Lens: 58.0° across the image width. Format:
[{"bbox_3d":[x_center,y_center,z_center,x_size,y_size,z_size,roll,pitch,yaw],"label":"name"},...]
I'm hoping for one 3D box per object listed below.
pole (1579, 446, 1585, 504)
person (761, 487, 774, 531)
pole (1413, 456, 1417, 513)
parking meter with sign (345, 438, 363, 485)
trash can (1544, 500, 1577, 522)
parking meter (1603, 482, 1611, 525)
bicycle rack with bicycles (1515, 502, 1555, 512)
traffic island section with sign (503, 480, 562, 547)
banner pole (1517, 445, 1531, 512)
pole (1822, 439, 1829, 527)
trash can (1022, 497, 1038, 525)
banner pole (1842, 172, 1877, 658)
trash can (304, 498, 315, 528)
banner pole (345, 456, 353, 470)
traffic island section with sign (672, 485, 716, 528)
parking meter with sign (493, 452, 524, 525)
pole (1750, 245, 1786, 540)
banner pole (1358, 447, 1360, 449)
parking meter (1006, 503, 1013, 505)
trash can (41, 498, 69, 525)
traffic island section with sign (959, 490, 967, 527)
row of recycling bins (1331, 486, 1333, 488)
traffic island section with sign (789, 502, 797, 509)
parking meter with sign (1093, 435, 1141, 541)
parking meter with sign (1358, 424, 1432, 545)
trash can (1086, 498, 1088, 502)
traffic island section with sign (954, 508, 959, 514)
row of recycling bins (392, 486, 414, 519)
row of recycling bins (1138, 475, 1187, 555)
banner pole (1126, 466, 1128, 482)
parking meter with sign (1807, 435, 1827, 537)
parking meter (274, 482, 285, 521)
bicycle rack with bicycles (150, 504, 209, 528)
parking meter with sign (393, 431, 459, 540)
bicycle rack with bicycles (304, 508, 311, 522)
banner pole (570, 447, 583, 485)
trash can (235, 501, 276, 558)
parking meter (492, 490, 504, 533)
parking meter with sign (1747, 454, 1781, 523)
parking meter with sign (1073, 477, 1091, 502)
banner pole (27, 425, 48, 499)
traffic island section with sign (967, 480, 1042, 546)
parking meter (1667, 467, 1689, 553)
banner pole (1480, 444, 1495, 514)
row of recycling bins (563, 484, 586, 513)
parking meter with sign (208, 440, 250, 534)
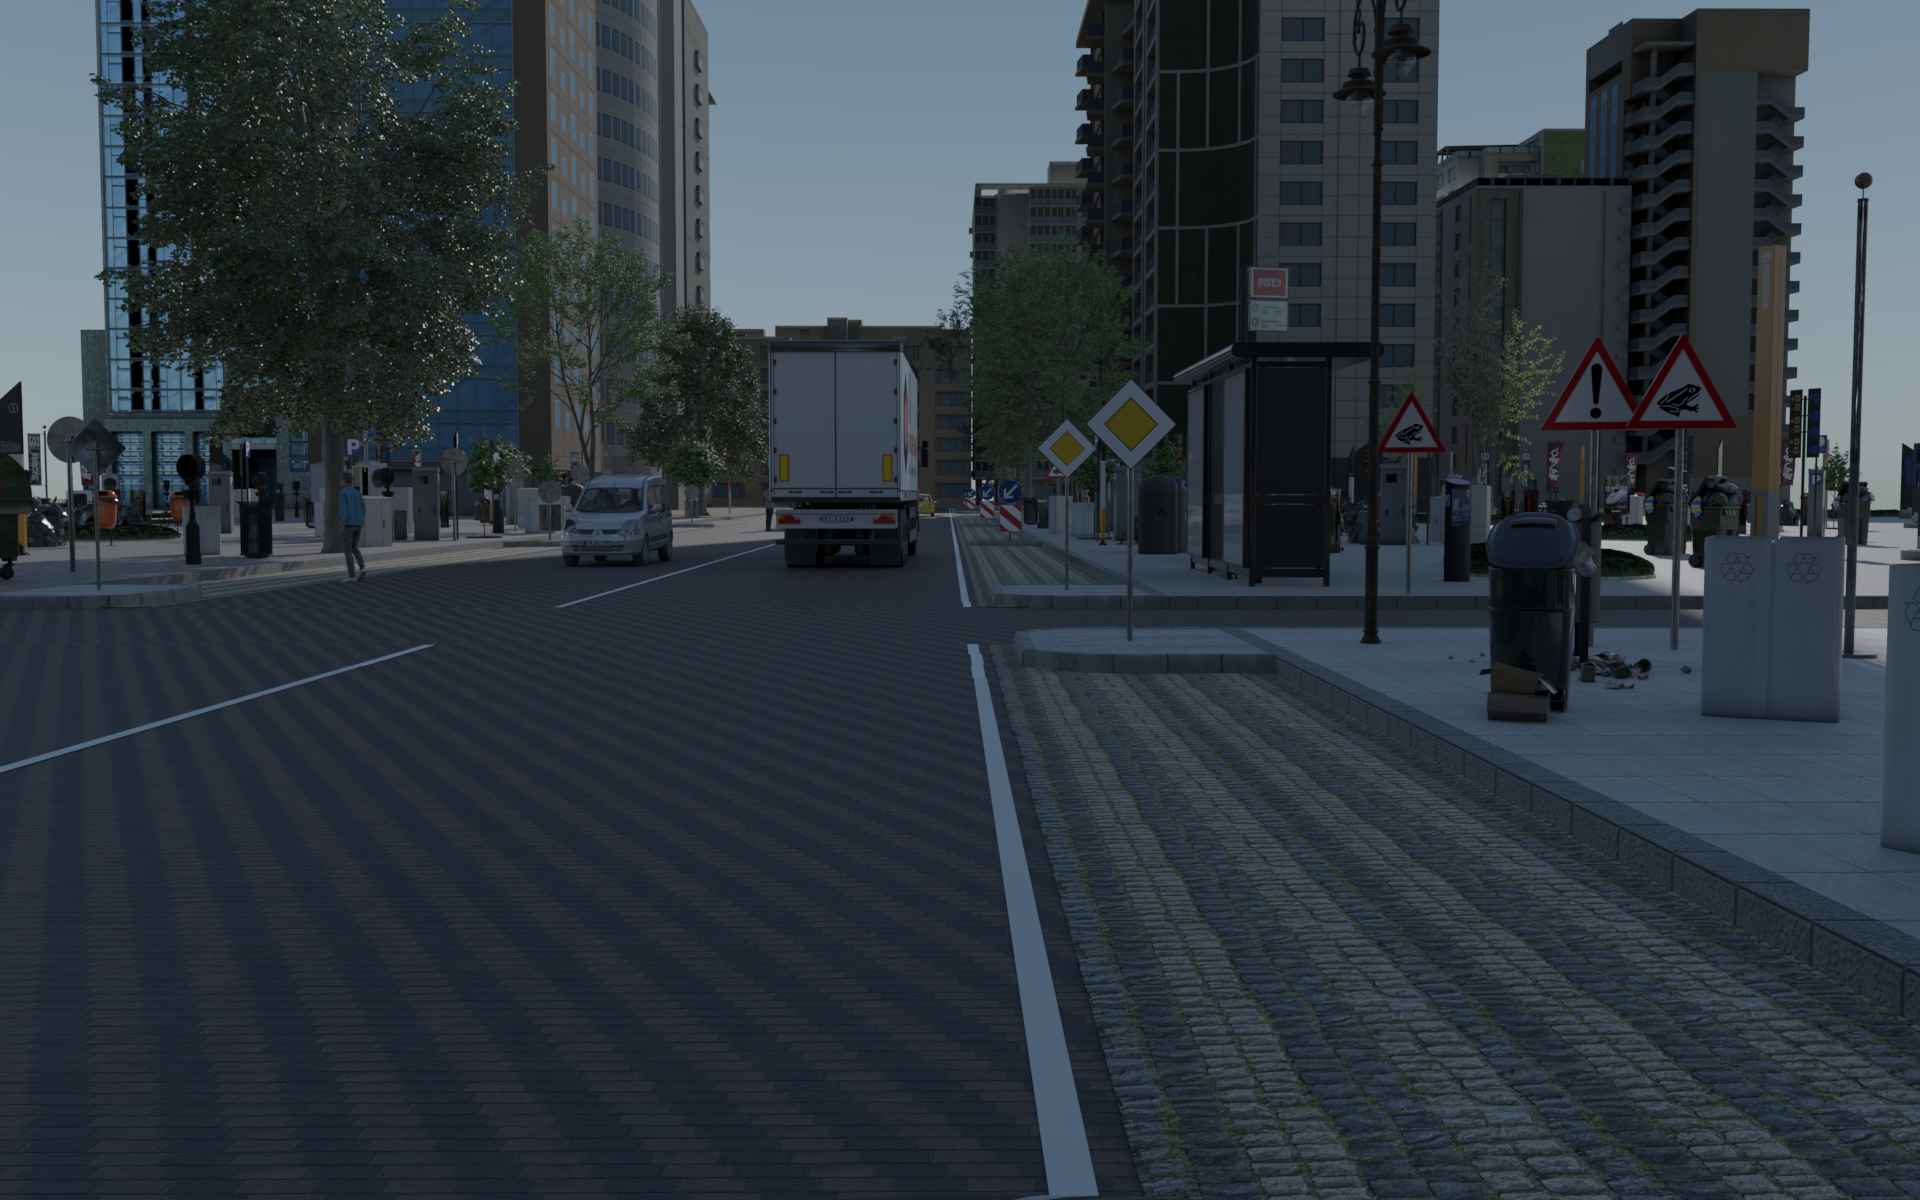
[{"bbox_3d":[26.457,-4.882,73.671,0.158,3.312,0.155,0,3,0],"label":"pole"},{"bbox_3d":[-7.316,-3.541,66.579,0.592,1.802,0.473,3,5,41],"label":"person"},{"bbox_3d":[24.090,-5.987,91.727,0.158,3.312,0.155,0,3,0],"label":"pole"},{"bbox_3d":[-18.899,-3.487,53.278,0.543,3.016,1.738,0,4,0],"label":"parking meter with sign"},{"bbox_3d":[14.369,-1.826,41.505,0.748,1.137,0.748,0,3,0],"label":"trash can"},{"bbox_3d":[26.435,-3.971,70.635,0.255,1.863,0.399,0,4,4],"label":"parking meter"},{"bbox_3d":[31.430,-4.995,95.047,2.852,0.926,2.925,-2,4,-31],"label":"bicycle rack with bicycles"},{"bbox_3d":[-11.355,-2.389,47.685,1.989,1.847,2.006,0,4,0],"label":"traffic island section with sign"},{"bbox_3d":[28.481,-5.973,87.677,0.401,3.779,0.863,-3,5,-39],"label":"banner pole"},{"bbox_3d":[32.324,-4.335,64.721,0.158,3.312,0.155,0,3,0],"label":"pole"},{"bbox_3d":[2.971,-3.726,72.568,0.748,1.137,0.748,0,3,0],"label":"trash can"},{"bbox_3d":[6.926,-1.429,13.382,0.401,3.779,0.863,2,4,27],"label":"banner pole"},{"bbox_3d":[-24.203,-3.256,64.893,0.748,1.137,0.748,0,3,0],"label":"trash can"},{"bbox_3d":[-31.833,-6.120,90.077,0.863,3.779,0.401,-2,4,-23],"label":"banner pole"},{"bbox_3d":[-11.561,-4.037,74.640,1.989,1.847,2.006,0,4,0],"label":"traffic island section with sign"},{"bbox_3d":[-18.712,-4.686,72.872,1.738,3.016,0.543,-3,5,-44],"label":"parking meter with sign"},{"bbox_3d":[6.682,-1.254,14.344,0.158,3.312,0.155,0,3,0],"label":"pole"},{"bbox_3d":[21.523,-6.281,92.705,0.863,3.779,0.401,-2,4,-25],"label":"banner pole"},{"bbox_3d":[2.503,-4.877,88.154,0.372,1.533,0.369,0,3,0],"label":"parking meter"},{"bbox_3d":[-26.228,-2.369,50.385,0.748,1.137,0.748,0,3,0],"label":"trash can"},{"bbox_3d":[1.058,-4.102,75.688,1.989,1.847,2.006,0,4,0],"label":"traffic island section with sign"},{"bbox_3d":[17.115,-4.678,83.593,1.069,1.692,3.534,-1,4,-12],"label":"row of recycling bins"},{"bbox_3d":[-11.950,-7.108,124.839,1.989,1.847,2.006,0,4,0],"label":"traffic island section with sign"},{"bbox_3d":[4.556,-3.103,46.997,1.738,3.016,0.543,0,4,-6],"label":"parking meter with sign"},{"bbox_3d":[10.938,-2.893,43.569,1.738,3.016,0.543,1,4,21],"label":"parking meter with sign"},{"bbox_3d":[5.077,-3.268,65.078,0.748,1.137,0.748,0,3,0],"label":"trash can"},{"bbox_3d":[0.682,-7.119,125.021,1.989,1.847,2.006,0,4,0],"label":"traffic island section with sign"},{"bbox_3d":[-29.080,-5.079,90.158,1.069,1.692,3.534,-3,4,-38],"label":"row of recycling bins"},{"bbox_3d":[4.826,-1.906,38.277,1.069,1.692,3.534,2,4,28],"label":"row of recycling bins"},{"bbox_3d":[4.493,-3.417,45.884,0.401,3.779,0.863,1,4,18],"label":"banner pole"},{"bbox_3d":[25.663,-3.399,51.834,0.543,3.016,1.738,2,4,30],"label":"parking meter with sign"},{"bbox_3d":[-32.053,-4.641,81.599,0.399,1.863,0.255,0,4,2],"label":"parking meter"},{"bbox_3d":[-29.086,-3.190,65.535,2.852,0.926,2.925,0,4,5],"label":"bicycle rack with bicycles"},{"bbox_3d":[-14.883,-3.181,48.270,1.738,3.016,0.543,-1,4,-12],"label":"parking meter with sign"},{"bbox_3d":[-29.222,-4.093,80.308,2.852,0.926,2.925,-2,4,-28],"label":"bicycle rack with bicycles"},{"bbox_3d":[-20.013,-6.161,90.745,0.863,3.779,0.401,-2,4,-34],"label":"banner pole"},{"bbox_3d":[-14.088,-1.408,34.668,0.748,1.137,0.748,0,3,0],"label":"trash can"},{"bbox_3d":[-15.098,-2.948,56.608,0.372,1.533,0.369,0,3,0],"label":"parking meter"},{"bbox_3d":[35.154,-4.869,75.875,0.543,3.016,1.738,-1,4,-8],"label":"parking meter with sign"},{"bbox_3d":[4.602,-3.736,57.341,1.738,3.016,0.543,0,4,0],"label":"parking meter with sign"},{"bbox_3d":[-33.452,-4.461,62.954,0.401,3.779,0.863,3,4,36],"label":"banner pole"},{"bbox_3d":[1.269,-2.422,48.223,1.989,1.847,2.006,0,4,0],"label":"traffic island section with sign"},{"bbox_3d":[15.527,-1.944,37.491,0.255,1.863,0.399,-2,4,-30],"label":"parking meter"},{"bbox_3d":[26.510,-5.930,86.977,0.863,3.779,0.401,1,4,19],"label":"banner pole"},{"bbox_3d":[-14.821,-3.857,70.173,1.069,1.692,3.534,1,4,21],"label":"row of recycling bins"},{"bbox_3d":[-24.028,-3.671,56.288,1.738,3.016,0.543,-1,4,-9],"label":"parking meter with sign"}]
